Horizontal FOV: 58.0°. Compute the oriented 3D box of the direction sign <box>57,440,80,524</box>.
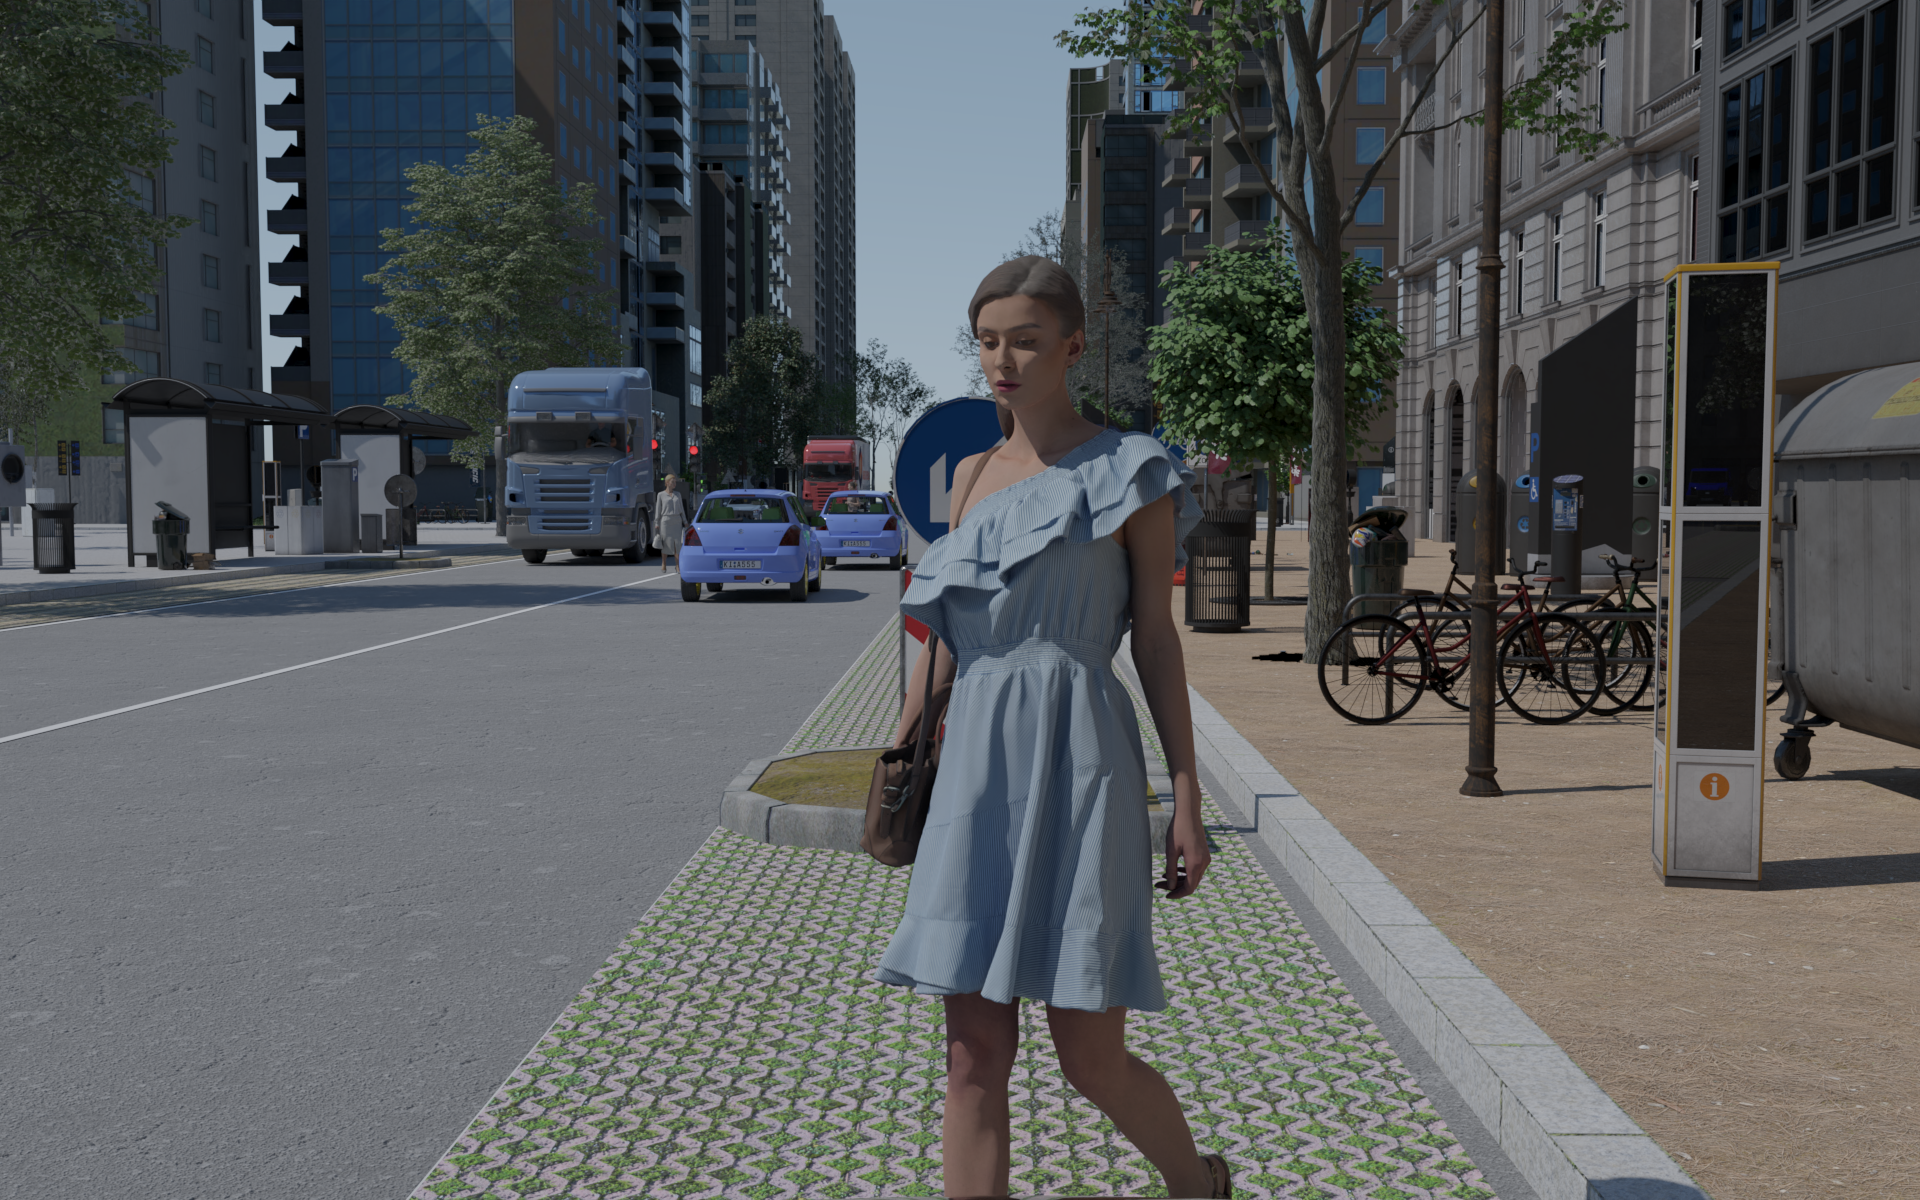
[{"bbox_3d":[-37.644,-4.968,73.223,0.379,3.537,0.876,3,5,43],"label":"direction sign"}]

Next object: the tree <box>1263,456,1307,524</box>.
[{"bbox_3d":[13.626,-4.841,73.748,1.663,3.219,1.824,0,3,0],"label":"tree"}]

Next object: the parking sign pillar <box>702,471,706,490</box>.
[{"bbox_3d":[-21.399,-9.355,141.430,1.447,3.967,1.447,-3,5,-40],"label":"parking sign pillar"}]

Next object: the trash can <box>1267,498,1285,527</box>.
[{"bbox_3d":[12.275,-3.407,67.357,0.748,1.137,0.748,0,3,0],"label":"trash can"}]

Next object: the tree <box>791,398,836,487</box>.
[{"bbox_3d":[-11.128,-10.878,128.212,4.737,8.622,4.395,0,3,0],"label":"tree"}]

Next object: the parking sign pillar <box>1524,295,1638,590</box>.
[{"bbox_3d":[8.525,-2.157,23.747,1.447,3.967,1.447,0,4,-1],"label":"parking sign pillar"}]

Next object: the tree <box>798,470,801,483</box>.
[{"bbox_3d":[-11.362,-9.478,138.673,4.285,4.588,4.351,0,3,0],"label":"tree"}]

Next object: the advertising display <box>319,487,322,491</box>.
[{"bbox_3d":[-21.477,-3.299,59.151,0.123,1.923,0.974,2,4,34],"label":"advertising display"}]

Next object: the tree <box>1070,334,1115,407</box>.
[{"bbox_3d":[5.514,-11.238,101.870,7.486,12.596,7.792,0,3,0],"label":"tree"}]

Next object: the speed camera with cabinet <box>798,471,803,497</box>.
[{"bbox_3d":[-12.653,-8.480,132.976,2.038,3.252,0.660,-2,4,-32],"label":"speed camera with cabinet"}]

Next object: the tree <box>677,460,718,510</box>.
[{"bbox_3d":[-12.976,-5.480,84.203,1.663,3.219,1.824,0,3,0],"label":"tree"}]

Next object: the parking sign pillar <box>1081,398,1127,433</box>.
[{"bbox_3d":[4.063,-3.677,48.590,1.447,3.967,1.447,-1,4,-9],"label":"parking sign pillar"}]

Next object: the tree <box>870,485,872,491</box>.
[{"bbox_3d":[-10.139,-11.647,185.032,1.663,3.219,1.824,0,3,0],"label":"tree"}]

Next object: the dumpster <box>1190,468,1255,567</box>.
[{"bbox_3d":[4.306,-1.452,29.499,1.264,1.857,1.865,0,4,1],"label":"dumpster"}]

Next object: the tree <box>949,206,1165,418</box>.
[{"bbox_3d":[4.486,-10.071,75.034,12.009,13.543,11.850,0,3,0],"label":"tree"}]

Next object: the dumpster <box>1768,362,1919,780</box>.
[{"bbox_3d":[4.227,-0.076,7.009,1.264,1.857,1.865,0,4,1],"label":"dumpster"}]

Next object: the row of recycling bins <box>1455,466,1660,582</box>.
[{"bbox_3d":[9.217,-1.191,26.585,1.069,1.692,3.534,-3,5,-42],"label":"row of recycling bins"}]

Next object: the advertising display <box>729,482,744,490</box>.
[{"bbox_3d":[-11.749,-5.254,91.112,0.123,1.923,0.974,3,4,36],"label":"advertising display"}]

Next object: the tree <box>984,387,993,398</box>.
[{"bbox_3d":[6.243,-15.291,156.661,9.857,13.997,8.962,0,3,0],"label":"tree"}]

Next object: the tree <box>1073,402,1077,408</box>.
[{"bbox_3d":[4.107,-8.214,84.665,4.360,8.622,3.978,0,3,0],"label":"tree"}]

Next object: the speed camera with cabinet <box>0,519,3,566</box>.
[{"bbox_3d":[-17.140,-2.182,30.006,0.660,3.252,2.038,1,4,10],"label":"speed camera with cabinet"}]

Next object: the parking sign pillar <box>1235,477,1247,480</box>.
[{"bbox_3d":[13.525,-5.955,85.835,1.447,3.967,1.447,-1,4,-13],"label":"parking sign pillar"}]

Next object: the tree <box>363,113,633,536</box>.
[{"bbox_3d":[-13.746,-8.179,51.862,7.486,12.596,7.792,0,3,0],"label":"tree"}]

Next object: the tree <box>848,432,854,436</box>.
[{"bbox_3d":[-11.263,-13.847,176.758,4.360,8.622,3.978,0,3,0],"label":"tree"}]

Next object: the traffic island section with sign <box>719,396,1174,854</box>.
[{"bbox_3d":[-0.031,0.050,7.807,1.989,1.847,2.006,0,4,1],"label":"traffic island section with sign"}]

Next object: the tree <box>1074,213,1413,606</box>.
[{"bbox_3d":[3.643,-2.241,20.354,4.285,4.588,4.351,0,3,0],"label":"tree"}]

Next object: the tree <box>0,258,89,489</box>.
[{"bbox_3d":[-30.641,-6.501,56.660,4.360,8.622,3.978,0,3,0],"label":"tree"}]

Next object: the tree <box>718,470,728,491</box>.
[{"bbox_3d":[-19.234,-8.854,139.365,1.663,3.219,1.824,0,3,0],"label":"tree"}]

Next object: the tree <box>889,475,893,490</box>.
[{"bbox_3d":[-9.062,-16.849,259.188,4.285,4.588,4.351,0,3,0],"label":"tree"}]

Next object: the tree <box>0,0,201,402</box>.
[{"bbox_3d":[-13.689,-6.383,22.493,7.486,12.596,7.792,0,3,0],"label":"tree"}]

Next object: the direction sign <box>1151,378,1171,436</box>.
[{"bbox_3d":[3.669,-2.384,30.972,0.379,3.537,0.876,3,5,40],"label":"direction sign"}]

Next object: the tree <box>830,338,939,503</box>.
[{"bbox_3d":[-9.517,-21.520,207.739,12.611,20.169,13.585,0,3,0],"label":"tree"}]

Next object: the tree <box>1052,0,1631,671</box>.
[{"bbox_3d":[2.653,-5.329,12.886,9.928,11.665,9.643,0,3,0],"label":"tree"}]

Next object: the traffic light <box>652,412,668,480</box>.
[{"bbox_3d":[-10.475,-4.321,59.566,0.839,4.253,0.868,0,4,1],"label":"traffic light"}]

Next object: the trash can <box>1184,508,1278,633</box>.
[{"bbox_3d":[2.401,-0.274,16.138,0.748,1.137,0.748,0,3,0],"label":"trash can"}]

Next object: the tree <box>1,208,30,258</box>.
[{"bbox_3d":[-22.871,-5.481,39.981,4.360,8.622,3.978,0,3,0],"label":"tree"}]

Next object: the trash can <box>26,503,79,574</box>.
[{"bbox_3d":[-14.643,-0.999,27.983,0.748,1.137,0.748,0,3,0],"label":"trash can"}]

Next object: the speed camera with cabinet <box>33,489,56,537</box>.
[{"bbox_3d":[-27.978,-3.531,52.060,2.038,3.252,0.660,3,4,38],"label":"speed camera with cabinet"}]

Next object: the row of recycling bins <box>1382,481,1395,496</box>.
[{"bbox_3d":[14.472,-3.051,56.995,1.069,1.692,3.534,1,4,18],"label":"row of recycling bins"}]

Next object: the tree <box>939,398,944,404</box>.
[{"bbox_3d":[-7.740,-23.335,237.411,12.611,20.169,13.585,0,3,0],"label":"tree"}]

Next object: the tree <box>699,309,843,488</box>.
[{"bbox_3d":[-11.763,-11.637,107.267,9.611,12.733,9.660,0,3,0],"label":"tree"}]

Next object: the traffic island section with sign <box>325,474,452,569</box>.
[{"bbox_3d":[-11.060,-1.539,33.795,1.989,1.847,2.006,0,4,1],"label":"traffic island section with sign"}]
